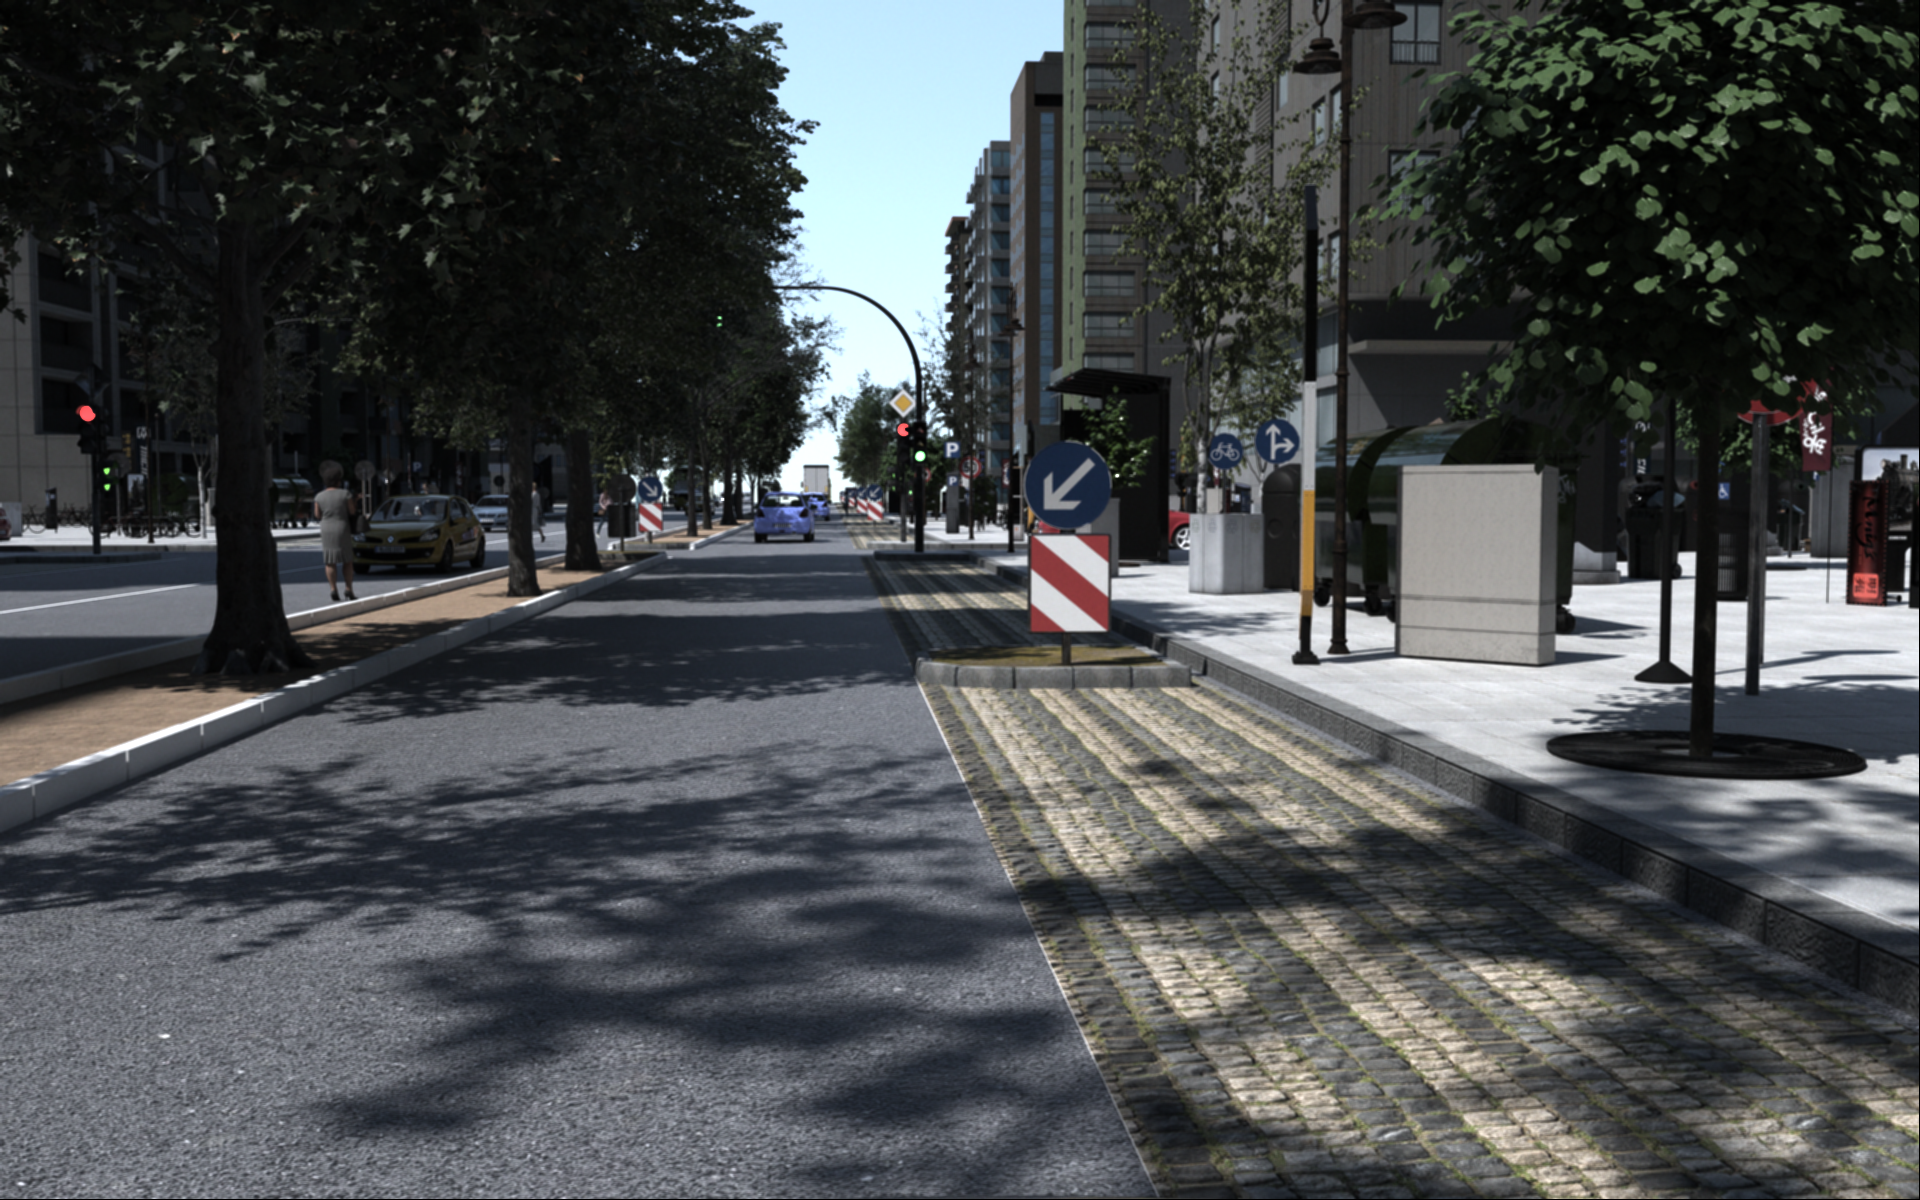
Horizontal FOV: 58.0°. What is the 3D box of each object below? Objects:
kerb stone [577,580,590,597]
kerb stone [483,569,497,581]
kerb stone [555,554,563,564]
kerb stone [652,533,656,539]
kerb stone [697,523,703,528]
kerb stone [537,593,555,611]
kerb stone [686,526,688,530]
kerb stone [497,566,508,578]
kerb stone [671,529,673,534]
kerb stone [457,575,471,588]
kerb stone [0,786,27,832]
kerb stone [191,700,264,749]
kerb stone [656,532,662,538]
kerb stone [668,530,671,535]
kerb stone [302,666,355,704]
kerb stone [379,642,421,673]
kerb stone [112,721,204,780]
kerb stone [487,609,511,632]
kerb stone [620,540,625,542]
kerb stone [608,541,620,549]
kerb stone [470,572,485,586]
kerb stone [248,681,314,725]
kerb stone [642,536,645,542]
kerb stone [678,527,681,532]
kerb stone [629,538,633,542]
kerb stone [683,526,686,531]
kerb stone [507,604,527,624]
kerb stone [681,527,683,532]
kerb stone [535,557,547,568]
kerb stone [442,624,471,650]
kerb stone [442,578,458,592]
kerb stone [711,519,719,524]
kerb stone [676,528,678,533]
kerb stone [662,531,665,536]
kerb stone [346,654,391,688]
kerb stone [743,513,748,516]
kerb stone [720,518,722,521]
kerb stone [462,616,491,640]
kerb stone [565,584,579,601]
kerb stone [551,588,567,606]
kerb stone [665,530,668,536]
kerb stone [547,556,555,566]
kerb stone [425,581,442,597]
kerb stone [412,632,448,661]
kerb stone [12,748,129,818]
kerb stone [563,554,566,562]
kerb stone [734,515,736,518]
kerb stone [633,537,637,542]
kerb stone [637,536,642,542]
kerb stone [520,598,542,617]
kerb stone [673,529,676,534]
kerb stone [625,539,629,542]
[{"bbox_3d":[-5.405,-0.143,24.530,0.120,0.150,1.000,0,4,-4],"label":"kerb stone"},{"bbox_3d":[-7.821,-0.385,28.484,0.120,0.150,1.000,0,4,-4],"label":"kerb stone"},{"bbox_3d":[-8.352,-0.820,35.628,0.120,0.150,1.000,0,4,-4],"label":"kerb stone"},{"bbox_3d":[-9.774,-1.974,54.520,0.120,0.150,1.000,0,4,-4],"label":"kerb stone"},{"bbox_3d":[-11.386,-3.290,76.003,0.120,0.150,1.000,0,4,-4],"label":"kerb stone"},{"bbox_3d":[-5.186,0.045,21.462,0.120,0.150,1.000,0,4,-4],"label":"kerb stone"},{"bbox_3d":[-10.697,-2.727,66.774,0.120,0.150,1.000,0,4,-4],"label":"kerb stone"},{"bbox_3d":[-7.898,-0.446,29.504,0.120,0.150,1.000,0,4,-4],"label":"kerb stone"},{"bbox_3d":[-10.231,-2.352,60.653,0.120,0.150,1.000,0,4,-4],"label":"kerb stone"},{"bbox_3d":[-7.668,-0.259,26.443,0.120,0.150,1.000,0,4,-4],"label":"kerb stone"},{"bbox_3d":[-4.107,0.922,7.128,0.120,0.150,1.000,0,4,-4],"label":"kerb stone"},{"bbox_3d":[-4.337,0.738,10.197,0.120,0.150,1.000,0,4,-4],"label":"kerb stone"},{"bbox_3d":[-9.935,-2.102,56.562,0.120,0.150,1.000,0,4,-4],"label":"kerb stone"},{"bbox_3d":[-10.156,-2.289,59.626,0.120,0.150,1.000,0,4,-4],"label":"kerb stone"},{"bbox_3d":[-4.493,0.609,12.241,0.120,0.150,1.000,0,4,-4],"label":"kerb stone"},{"bbox_3d":[-4.644,0.485,14.287,0.120,0.150,1.000,0,4,-4],"label":"kerb stone"},{"bbox_3d":[-4.261,0.797,9.170,0.120,0.150,1.000,0,4,-4],"label":"kerb stone"},{"bbox_3d":[-4.951,0.236,18.392,0.120,0.150,1.000,0,4,-4],"label":"kerb stone"},{"bbox_3d":[-9.158,-1.477,46.347,0.120,0.150,1.000,0,4,-4],"label":"kerb stone"},{"bbox_3d":[-9.084,-1.415,45.327,0.120,0.150,1.000,0,4,-4],"label":"kerb stone"},{"bbox_3d":[-7.736,-0.322,27.465,0.120,0.150,1.000,0,4,-4],"label":"kerb stone"},{"bbox_3d":[-4.414,0.671,11.221,0.120,0.150,1.000,0,4,-4],"label":"kerb stone"},{"bbox_3d":[-9.537,-1.788,51.459,0.120,0.150,1.000,0,4,-4],"label":"kerb stone"},{"bbox_3d":[-10.456,-2.539,63.711,0.120,0.150,1.000,0,4,-4],"label":"kerb stone"},{"bbox_3d":[-9.319,-1.602,48.387,0.120,0.150,1.000,0,4,-4],"label":"kerb stone"},{"bbox_3d":[-10.619,-2.664,65.755,0.120,0.150,1.000,0,4,-4],"label":"kerb stone"},{"bbox_3d":[-5.031,0.176,19.411,0.120,0.150,1.000,0,4,-4],"label":"kerb stone"},{"bbox_3d":[-10.541,-2.601,64.729,0.120,0.150,1.000,0,4,-4],"label":"kerb stone"},{"bbox_3d":[-8.193,-0.697,33.587,0.120,0.150,1.000,0,4,-4],"label":"kerb stone"},{"bbox_3d":[-4.799,0.363,16.337,0.120,0.150,1.000,0,4,-4],"label":"kerb stone"},{"bbox_3d":[-7.582,-0.197,25.422,0.120,0.150,1.000,0,4,-4],"label":"kerb stone"},{"bbox_3d":[-12.083,-3.852,85.221,0.120,0.150,1.000,0,4,-4],"label":"kerb stone"},{"bbox_3d":[-10.387,-2.477,62.691,0.120,0.150,1.000,0,4,-4],"label":"kerb stone"},{"bbox_3d":[-10.002,-2.162,57.583,0.120,0.150,1.000,0,4,-4],"label":"kerb stone"},{"bbox_3d":[-4.567,0.551,13.268,0.120,0.150,1.000,0,4,-4],"label":"kerb stone"},{"bbox_3d":[-14.528,-5.857,117.950,0.120,0.150,1.000,0,4,-4],"label":"kerb stone"},{"bbox_3d":[-12.232,-3.979,87.259,0.120,0.150,1.000,0,4,-4],"label":"kerb stone"},{"bbox_3d":[-4.886,0.296,17.356,0.120,0.150,1.000,0,4,-4],"label":"kerb stone"},{"bbox_3d":[-5.339,-0.080,23.509,0.120,0.150,1.000,0,4,-4],"label":"kerb stone"},{"bbox_3d":[-5.269,-0.018,22.487,0.120,0.150,1.000,0,4,-4],"label":"kerb stone"},{"bbox_3d":[-10.081,-2.227,58.607,0.120,0.150,1.000,0,4,-4],"label":"kerb stone"},{"bbox_3d":[-8.279,-0.759,34.608,0.120,0.150,1.000,0,4,-4],"label":"kerb stone"},{"bbox_3d":[-7.510,-0.133,24.403,0.120,0.150,1.000,0,4,-4],"label":"kerb stone"},{"bbox_3d":[-4.726,0.421,15.312,0.120,0.150,1.000,0,4,-4],"label":"kerb stone"},{"bbox_3d":[-4.186,0.859,8.147,0.120,0.150,1.000,0,4,-4],"label":"kerb stone"},{"bbox_3d":[-8.433,-0.883,36.654,0.120,0.150,1.000,0,4,-4],"label":"kerb stone"},{"bbox_3d":[-13.690,-5.167,106.700,0.120,0.150,1.000,0,4,-4],"label":"kerb stone"},{"bbox_3d":[-9.393,-1.658,49.418,0.120,0.150,1.000,0,4,-4],"label":"kerb stone"},{"bbox_3d":[-9.464,-1.725,50.437,0.120,0.150,1.000,0,4,-4],"label":"kerb stone"},{"bbox_3d":[-5.106,0.109,20.431,0.120,0.150,1.000,0,4,-4],"label":"kerb stone"},{"bbox_3d":[-10.312,-2.408,61.673,0.120,0.150,1.000,0,4,-4],"label":"kerb stone"},{"bbox_3d":[-9.231,-1.539,47.366,0.120,0.150,1.000,0,4,-4],"label":"kerb stone"}]
